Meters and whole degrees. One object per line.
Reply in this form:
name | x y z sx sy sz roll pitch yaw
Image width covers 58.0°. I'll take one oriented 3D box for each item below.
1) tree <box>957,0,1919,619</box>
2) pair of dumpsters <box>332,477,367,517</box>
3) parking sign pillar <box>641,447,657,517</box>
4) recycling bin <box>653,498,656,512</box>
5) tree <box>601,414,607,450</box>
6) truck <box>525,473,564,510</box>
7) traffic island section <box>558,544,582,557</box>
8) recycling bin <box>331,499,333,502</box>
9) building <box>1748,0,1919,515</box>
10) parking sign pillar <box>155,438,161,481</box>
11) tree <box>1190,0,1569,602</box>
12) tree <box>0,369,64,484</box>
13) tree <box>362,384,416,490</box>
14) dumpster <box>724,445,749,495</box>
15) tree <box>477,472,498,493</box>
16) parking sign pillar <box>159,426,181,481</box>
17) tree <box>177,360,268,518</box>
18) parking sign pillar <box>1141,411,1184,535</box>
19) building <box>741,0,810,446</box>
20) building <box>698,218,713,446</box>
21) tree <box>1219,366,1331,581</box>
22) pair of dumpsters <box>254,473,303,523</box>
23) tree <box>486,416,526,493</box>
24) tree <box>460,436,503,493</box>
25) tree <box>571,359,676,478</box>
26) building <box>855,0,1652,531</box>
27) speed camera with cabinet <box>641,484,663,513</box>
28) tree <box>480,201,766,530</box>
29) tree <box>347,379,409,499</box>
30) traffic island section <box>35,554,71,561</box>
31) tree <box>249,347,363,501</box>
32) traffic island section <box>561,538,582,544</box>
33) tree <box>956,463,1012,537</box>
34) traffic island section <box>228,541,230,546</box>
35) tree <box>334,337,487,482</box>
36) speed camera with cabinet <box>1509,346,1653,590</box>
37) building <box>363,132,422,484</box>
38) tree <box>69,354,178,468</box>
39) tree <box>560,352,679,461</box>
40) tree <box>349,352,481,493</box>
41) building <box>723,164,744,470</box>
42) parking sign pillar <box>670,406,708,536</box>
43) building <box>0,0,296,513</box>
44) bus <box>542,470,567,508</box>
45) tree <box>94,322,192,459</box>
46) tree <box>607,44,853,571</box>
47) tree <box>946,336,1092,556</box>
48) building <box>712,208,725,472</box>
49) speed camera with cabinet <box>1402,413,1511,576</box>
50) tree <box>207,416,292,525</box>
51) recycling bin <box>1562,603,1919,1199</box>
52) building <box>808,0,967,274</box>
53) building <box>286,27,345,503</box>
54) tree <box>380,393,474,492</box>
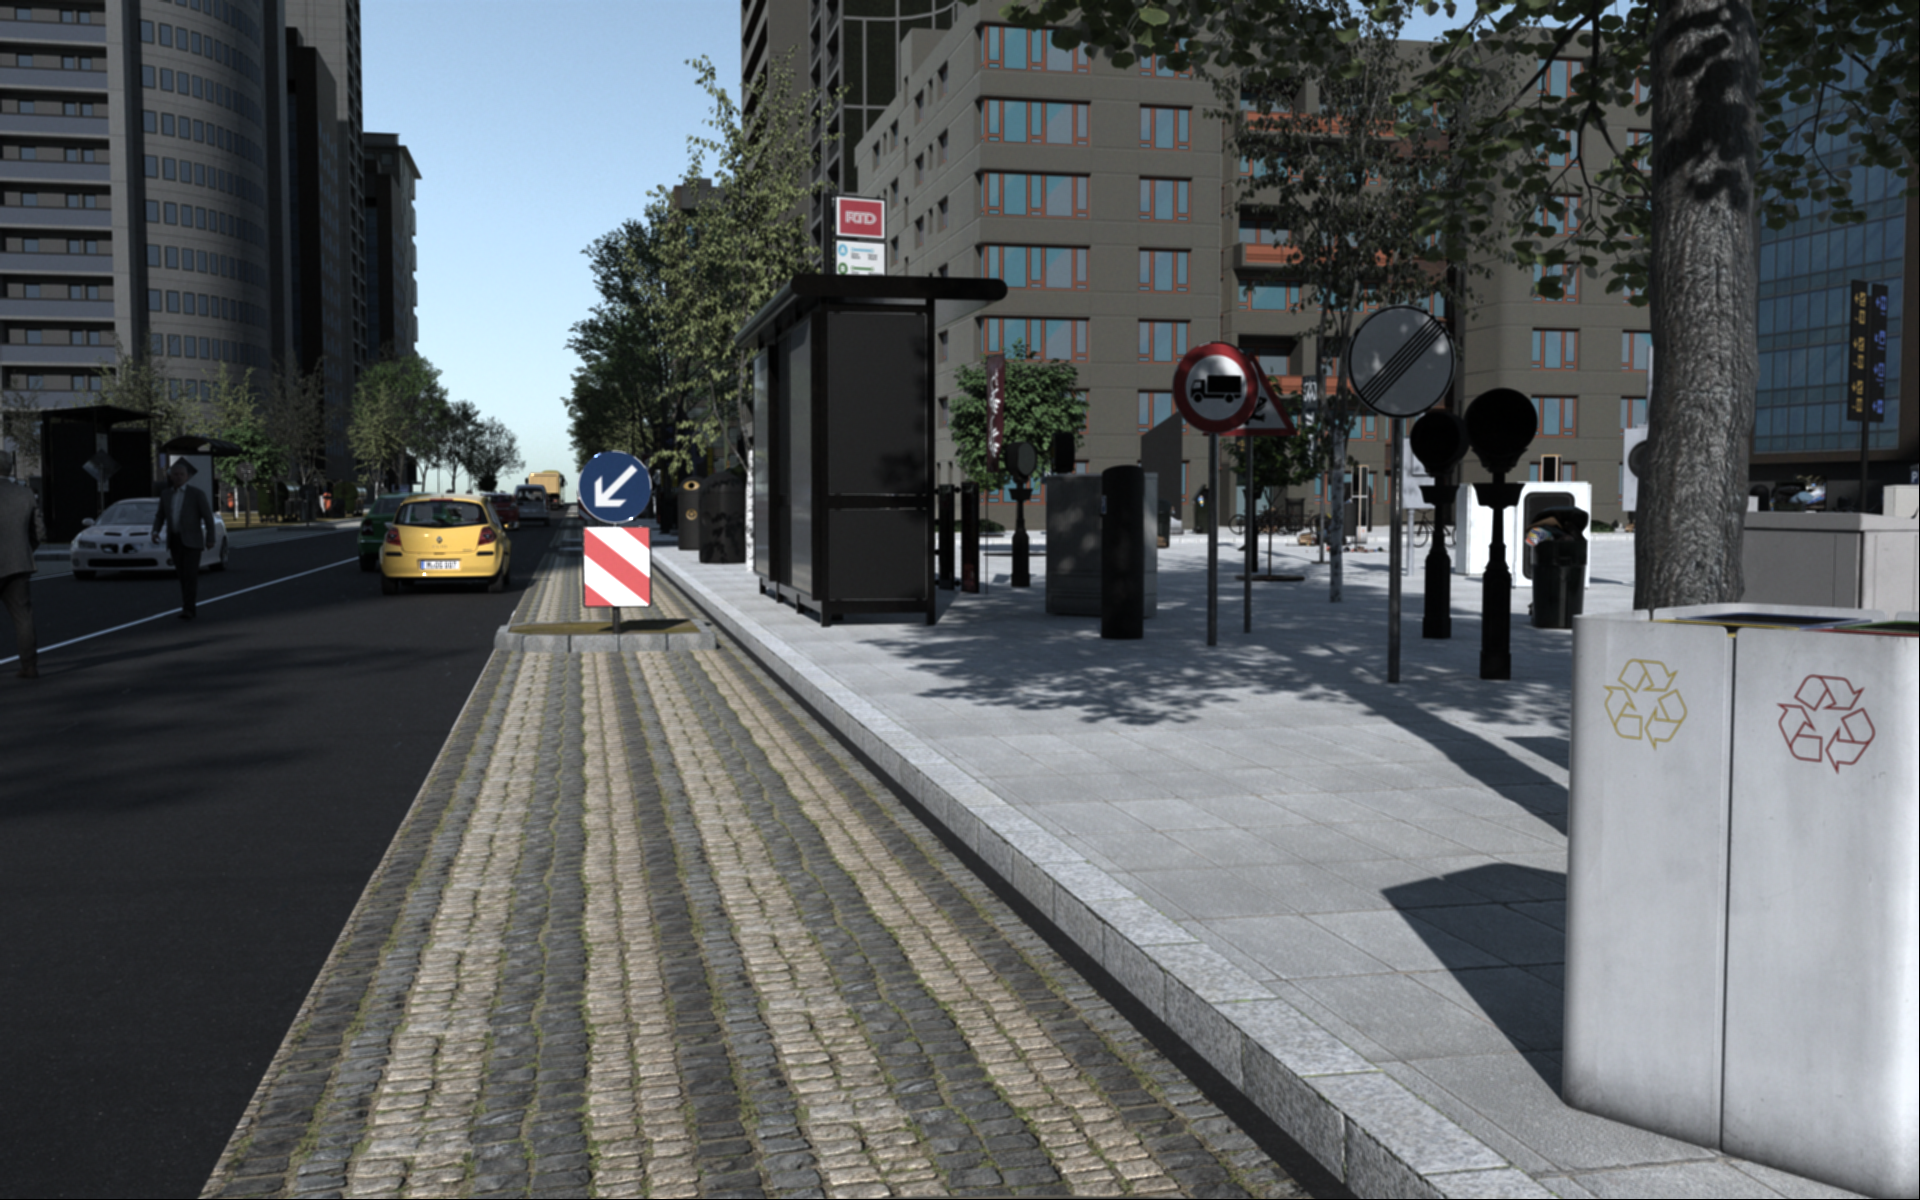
tree | 2.154 -5.317 5.064 7.486 12.596 7.792 0 3 0
pair of dumpsters | -34.867 -5.889 98.778 1.574 2.255 4.437 -1 4 -12
parking sign pillar | -17.844 -6.724 98.415 1.447 3.967 1.447 -1 4 -9
recycling bin | -21.219 -6.695 122.016 0.722 1.027 0.722 1 4 12
tree | -20.616 -9.648 108.107 4.737 8.622 4.395 0 3 0
truck | -37.463 -9.800 156.149 3.469 3.379 9.791 -1 4 -13
traffic island section | -8.411 -1.127 40.714 2.009 0.180 2.903 -1 4 -12
recycling bin | -39.805 -5.933 109.562 0.722 1.027 0.722 -1 4 -11
building | 45.038 -26.144 77.569 14.200 45.320 14.600 -1 4 -12
parking sign pillar | -38.230 -5.820 83.632 1.447 3.967 1.447 1 4 8
tree | 4.702 -4.282 20.367 4.360 8.622 3.978 0 3 0
tree | -55.576 -9.355 103.321 4.360 8.622 3.978 0 3 0
tree | -38.780 -10.151 116.326 4.360 8.622 3.978 0 3 0
dumpster | -4.215 -2.024 35.585 1.502 2.255 1.985 -1 4 -12
tree | -69.605 -16.601 255.136 4.285 4.588 4.351 0 3 0
parking sign pillar | -30.841 -4.912 68.780 1.447 3.967 1.447 -2 4 -25
tree | -39.429 -8.792 94.106 4.737 8.622 4.395 0 3 0
parking sign pillar | 6.355 -4.049 54.672 1.447 3.967 1.447 0 4 6
building | -5.653 -31.448 137.869 21.300 48.544 21.600 -1 4 -12
building | -19.694 -25.137 182.693 14.160 30.474 14.107 -1 4 -12
tree | 4.520 -1.905 25.745 1.663 3.219 1.824 0 3 0
pair of dumpsters | -31.301 -4.714 79.569 1.574 2.255 4.437 -1 4 -12
tree | -73.104 -21.972 269.607 12.009 13.543 11.850 0 3 0
tree | -57.984 -15.648 206.208 4.737 8.622 4.395 0 3 0
tree | -22.430 -11.077 115.523 7.601 10.594 8.767 0 4 -3
building | 11.835 -14.154 76.458 28.899 21.520 27.650 -1 4 -12
speed camera with cabinet | -18.432 -6.623 102.616 2.038 3.252 0.660 1 4 10
tree | -10.415 -8.319 61.772 9.928 11.665 9.643 0 3 0
tree | -37.424 -9.823 110.966 4.737 8.622 4.395 0 3 0
traffic island section | -18.999 -0.985 38.387 2.009 0.180 2.903 -1 4 -12
tree | -32.696 -8.303 86.118 4.360 8.622 3.978 0 3 0
traffic island section | -10.135 -1.604 48.512 2.009 0.180 2.903 -1 4 -12
tree | 0.854 -3.498 51.787 1.663 3.219 1.824 0 3 0
traffic island section | -20.722 -1.462 46.185 2.009 0.180 2.903 -1 4 -12
tree | -44.111 -13.808 136.129 12.009 13.543 11.850 0 3 0
speed camera with cabinet | 8.528 -1.770 23.279 2.038 3.252 0.660 1 4 19
building | -94.333 -40.636 253.642 28.713 52.752 27.495 -1 4 -12
tree | -43.985 -8.566 90.417 4.737 8.622 4.395 0 3 0
tree | -26.232 -13.975 135.148 9.857 13.997 8.962 0 3 0
tree | -40.691 -12.259 126.187 9.928 11.665 9.643 0 3 0
building | -13.143 -23.448 155.080 14.160 30.474 14.107 -1 4 -12
parking sign pillar | -8.254 -3.977 53.503 1.447 3.967 1.447 1 4 16
building | -62.729 -35.795 127.243 21.231 58.520 28.212 -1 4 -12
bus | -42.696 -11.556 180.494 2.896 3.916 12.252 -1 4 -10
tree | -35.384 -7.603 74.666 4.360 8.622 3.978 0 3 0
tree | -3.579 -4.798 28.815 4.737 8.622 4.395 0 3 0
tree | 1.177 -3.207 36.141 4.285 4.588 4.351 0 3 0
building | -16.164 -24.290 168.834 14.160 30.474 14.107 -1 4 -12
speed camera with cabinet | 7.875 -2.016 27.291 2.038 3.252 0.660 0 4 -4
tree | -29.838 -5.423 72.384 4.285 4.588 4.351 0 3 0
recycling bin | 1.754 0.549 3.575 0.722 1.027 0.722 -3 5 -40
building | -0.617 -41.288 113.315 20.563 71.187 20.611 -1 4 -12
building | -68.925 -31.784 169.779 14.600 45.320 14.200 -1 4 -12
tree | -46.467 -13.155 149.492 8.767 10.594 7.601 -1 4 -23
